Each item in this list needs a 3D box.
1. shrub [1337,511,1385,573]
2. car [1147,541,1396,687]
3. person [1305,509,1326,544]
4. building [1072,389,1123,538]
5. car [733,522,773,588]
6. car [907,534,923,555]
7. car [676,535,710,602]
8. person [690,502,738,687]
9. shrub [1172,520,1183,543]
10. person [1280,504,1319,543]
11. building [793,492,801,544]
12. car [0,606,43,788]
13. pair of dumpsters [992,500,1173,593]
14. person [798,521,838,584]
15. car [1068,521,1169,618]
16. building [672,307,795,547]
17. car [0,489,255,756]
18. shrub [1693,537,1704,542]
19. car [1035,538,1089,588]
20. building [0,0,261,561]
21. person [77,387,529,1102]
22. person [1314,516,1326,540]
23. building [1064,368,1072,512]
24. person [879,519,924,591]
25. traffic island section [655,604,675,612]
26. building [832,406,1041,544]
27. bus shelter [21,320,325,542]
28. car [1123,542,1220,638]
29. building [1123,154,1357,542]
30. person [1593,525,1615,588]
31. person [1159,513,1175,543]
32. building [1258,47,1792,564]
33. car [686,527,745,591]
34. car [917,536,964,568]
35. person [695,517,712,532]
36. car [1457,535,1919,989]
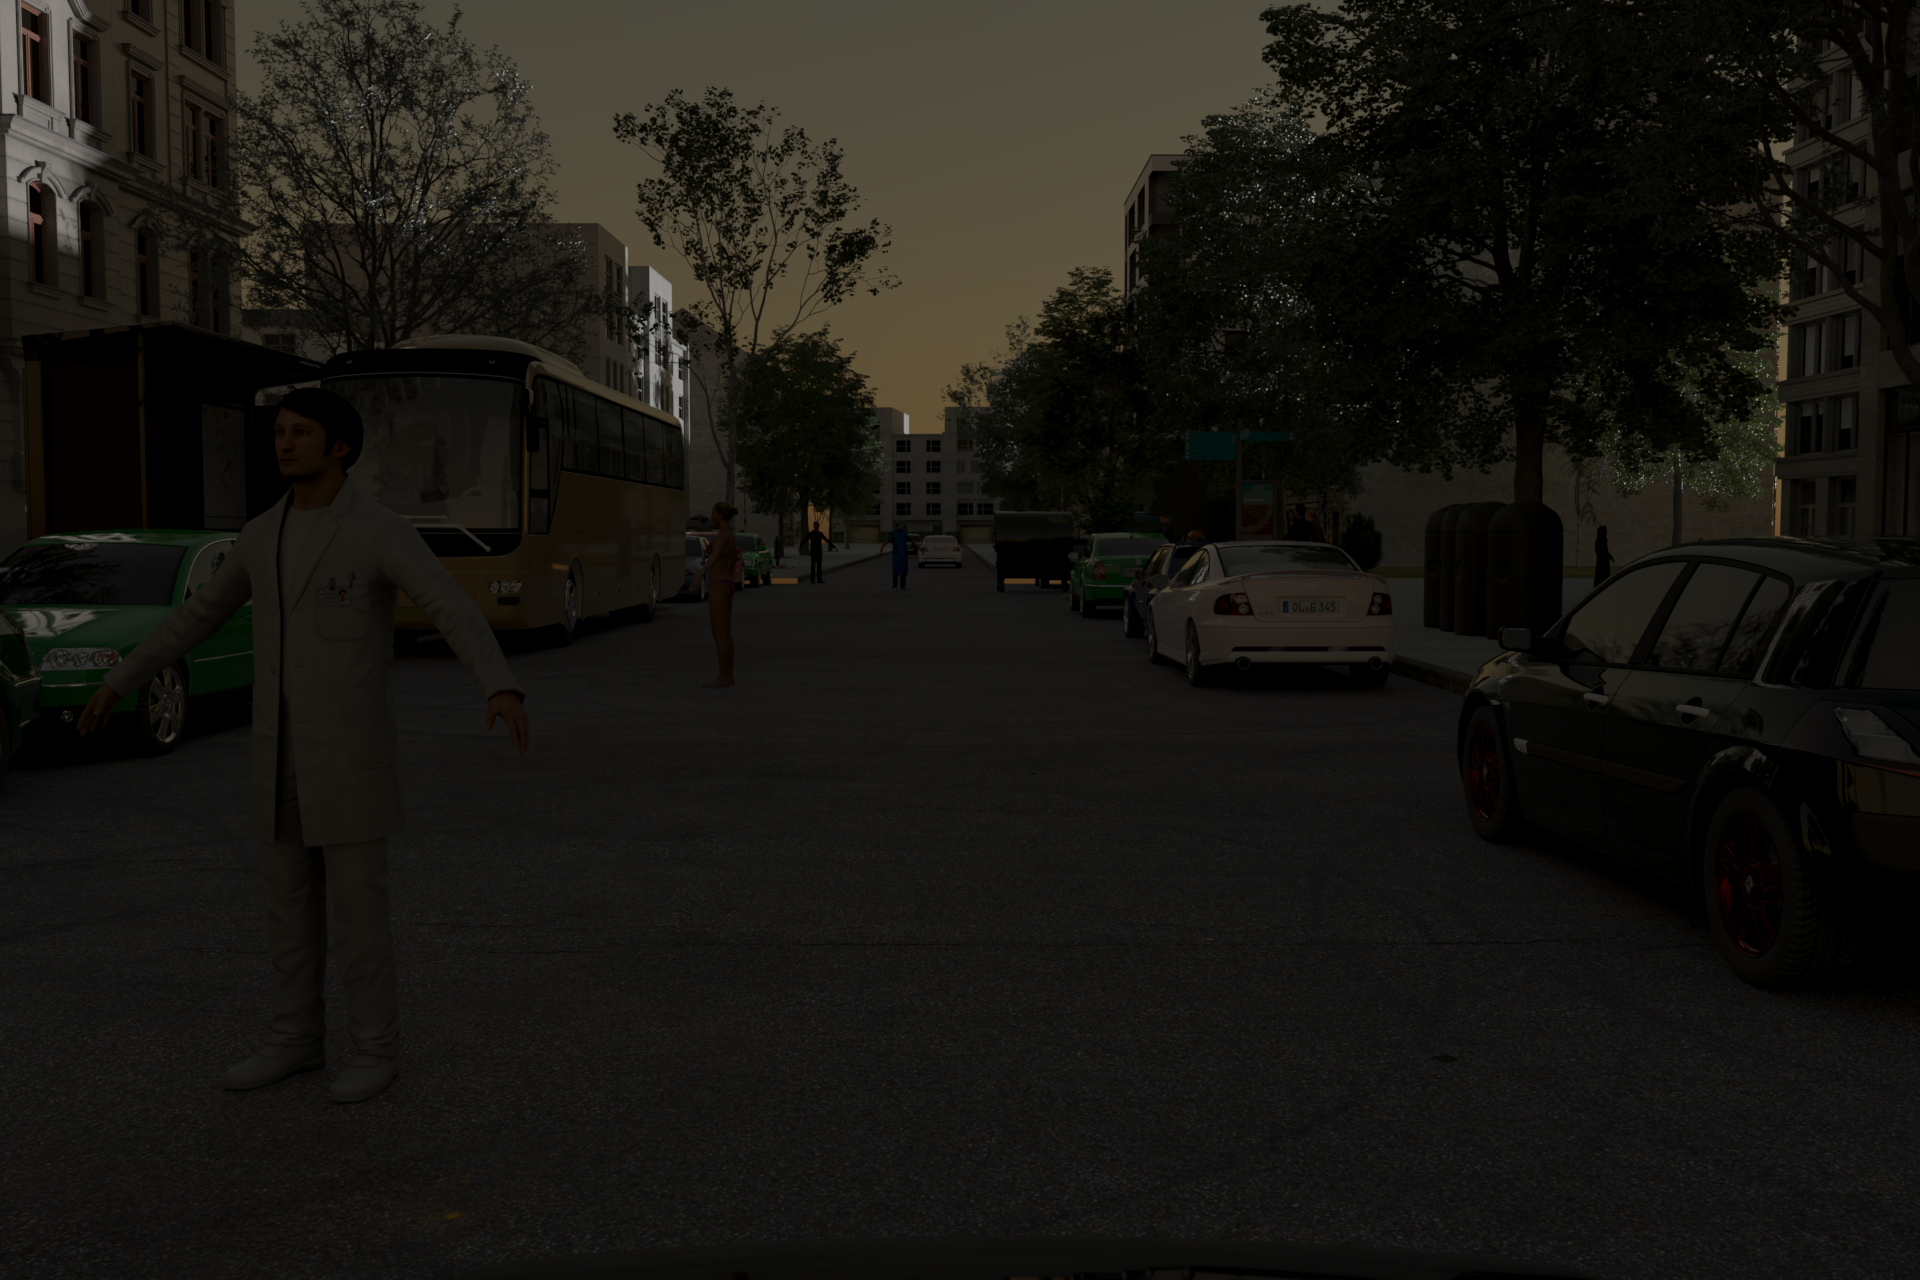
[{"bbox_3d":[13.222,-3.257,57.290,1.661,2.075,1.752,0,3,0],"label":"shrub"},{"bbox_3d":[3.054,-0.324,17.652,2.083,1.381,4.827,0,4,-1],"label":"car"},{"bbox_3d":[6.569,-1.604,32.829,0.990,1.755,0.434,-2,4,-28],"label":"person"},{"bbox_3d":[21.773,-21.736,186.314,19.493,23.208,18.063,0,4,0],"label":"building"},{"bbox_3d":[-6.234,-2.379,47.698,1.959,1.807,4.718,0,3,0],"label":"car"},{"bbox_3d":[-3.091,-5.899,106.236,2.009,1.686,4.222,0,4,-1],"label":"car"},{"bbox_3d":[-6.259,-1.582,37.874,2.014,1.417,4.499,0,3,0],"label":"car"},{"bbox_3d":[-2.318,-0.431,16.311,0.721,1.733,1.217,0,4,7],"label":"person"},{"bbox_3d":[6.596,-3.226,57.168,1.690,2.028,1.600,0,3,0],"label":"shrub"},{"bbox_3d":[6.043,-1.521,30.911,1.345,1.823,0.704,-3,5,-41],"label":"person"},{"bbox_3d":[-25.336,-21.872,214.030,16.016,20.090,11.380,0,4,-1],"label":"building"},{"bbox_3d":[-5.986,0.257,7.590,2.131,1.459,4.920,0,3,0],"label":"car"},{"bbox_3d":[3.019,-2.323,42.929,4.436,2.255,1.574,0,4,-1],"label":"pair of dumpsters"},{"bbox_3d":[-4.152,-2.542,50.239,1.346,1.802,0.704,-3,4,-36],"label":"person"},{"bbox_3d":[2.943,-1.354,30.927,1.959,1.807,4.718,0,4,0],"label":"car"},{"bbox_3d":[-27.035,-21.198,177.520,19.493,23.208,18.063,0,4,-1],"label":"building"},{"bbox_3d":[-6.011,-0.230,12.563,1.959,1.807,4.718,0,4,0],"label":"car"},{"bbox_3d":[25.575,-2.973,59.728,1.383,1.207,1.383,0,3,0],"label":"shrub"},{"bbox_3d":[2.944,-2.103,46.972,1.945,1.354,3.894,0,4,0],"label":"car"},{"bbox_3d":[-28.308,-15.579,42.106,14.401,28.519,23.554,0,4,0],"label":"building"},{"bbox_3d":[-1.671,0.254,4.488,1.347,1.806,0.705,1,4,18],"label":"person"},{"bbox_3d":[10.184,-2.658,49.606,0.704,1.811,1.347,-1,4,-16],"label":"person"},{"bbox_3d":[24.105,-22.877,218.016,27.936,21.610,32.646,0,4,-1],"label":"building"},{"bbox_3d":[-1.517,-2.168,44.028,1.347,1.817,0.704,-2,4,-35],"label":"person"},{"bbox_3d":[-6.442,-0.598,32.650,1.991,0.108,1.994,0,4,-1],"label":"traffic island section"},{"bbox_3d":[-1.193,-23.114,246.823,31.486,18.905,16.747,0,4,6],"label":"building"},{"bbox_3d":[-9.561,-1.887,22.143,1.731,3.624,6.357,0,4,-1],"label":"bus shelter"},{"bbox_3d":[3.172,-0.625,22.794,1.945,1.354,3.894,0,4,-2],"label":"car"},{"bbox_3d":[24.043,-16.268,109.959,27.936,21.610,32.646,0,4,-1],"label":"building"},{"bbox_3d":[11.512,-1.326,30.890,0.599,1.438,0.989,0,4,7],"label":"person"},{"bbox_3d":[4.695,-2.053,40.054,0.568,1.767,0.683,-1,4,-11],"label":"person"},{"bbox_3d":[25.383,-15.367,82.181,19.493,23.208,18.063,0,4,-1],"label":"building"},{"bbox_3d":[-6.363,-2.042,42.422,2.155,1.783,4.494,0,4,0],"label":"car"},{"bbox_3d":[-0.845,-3.761,73.847,2.083,1.381,4.827,0,4,-1],"label":"car"},{"bbox_3d":[-7.604,-2.743,51.113,0.705,1.796,1.348,3,5,40],"label":"person"},{"bbox_3d":[3.304,0.179,6.858,2.009,1.686,4.222,0,4,-1],"label":"car"}]
